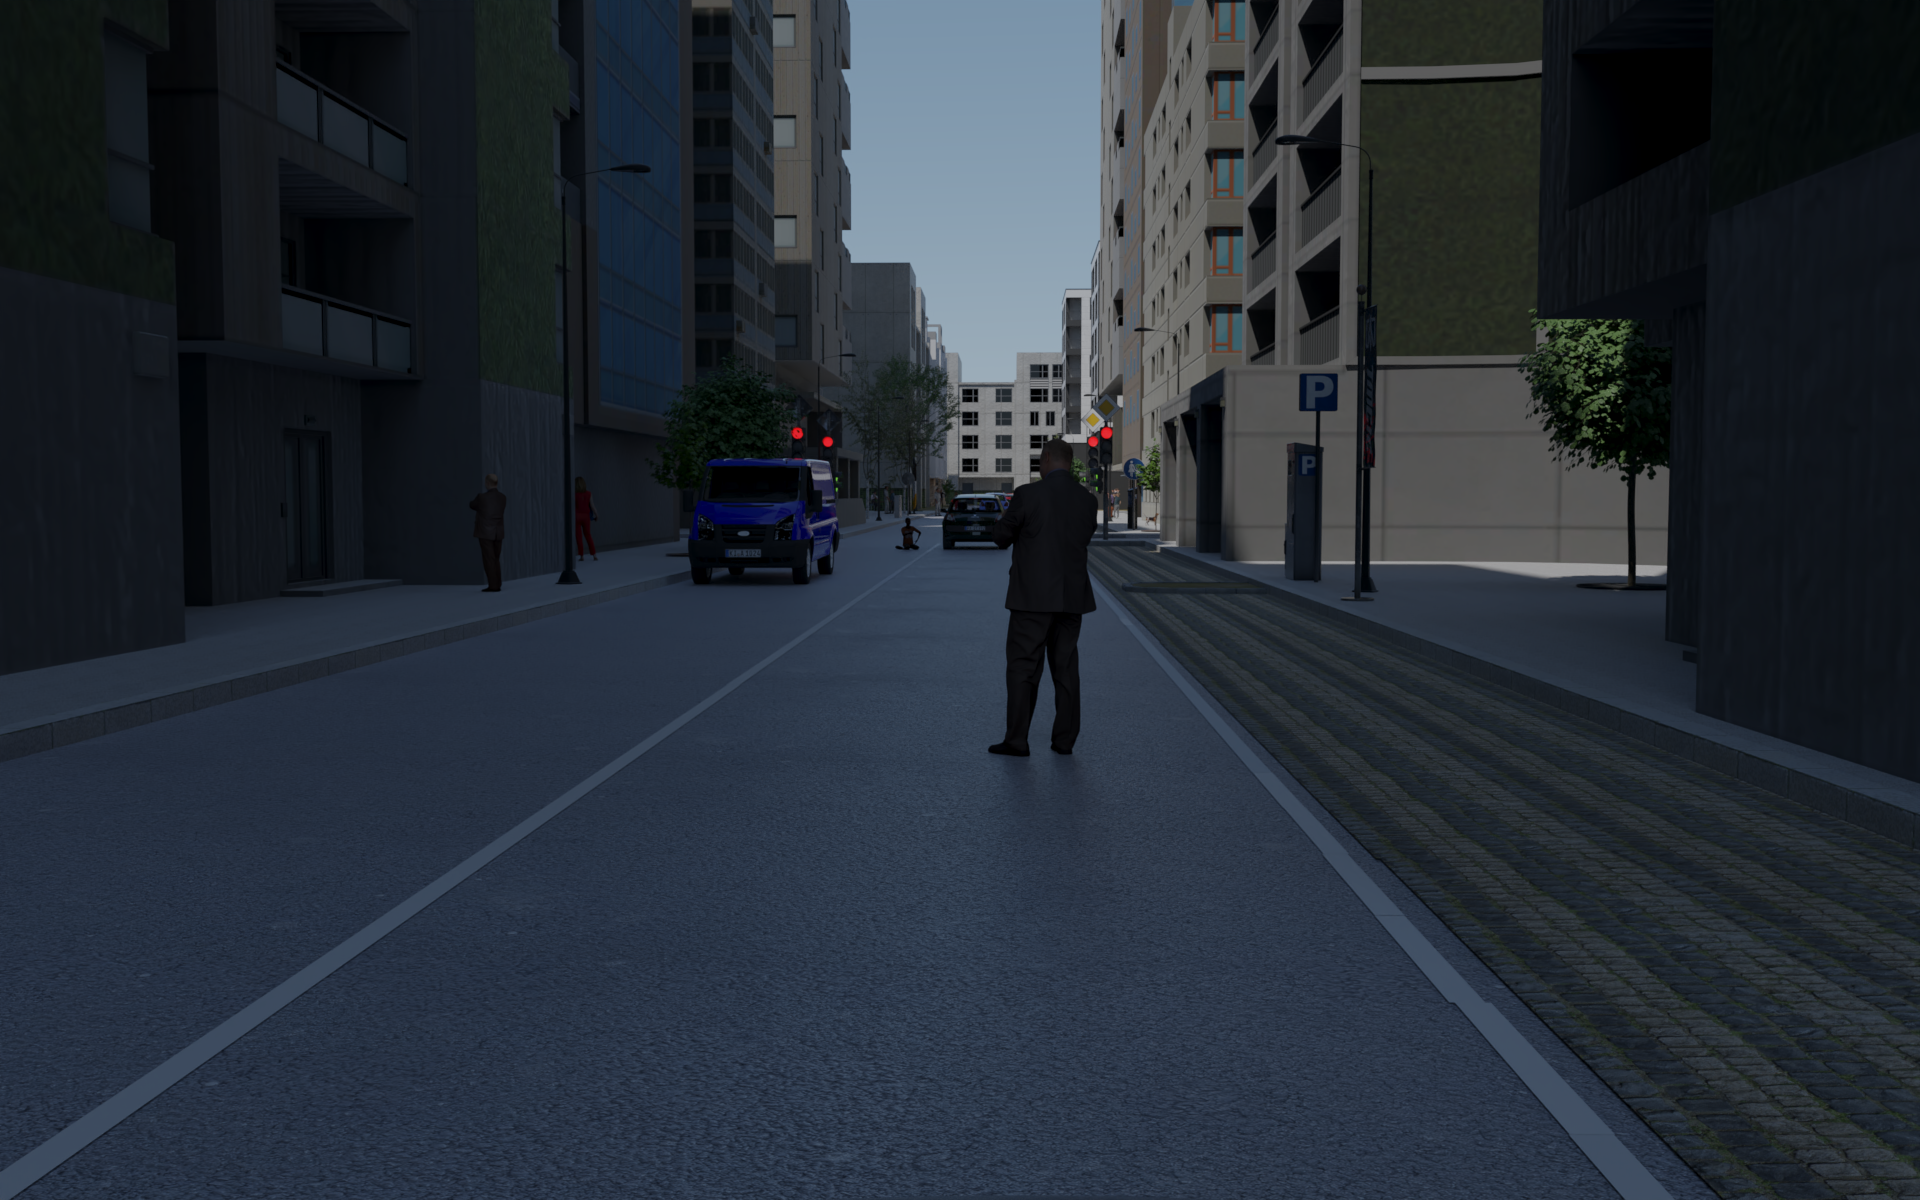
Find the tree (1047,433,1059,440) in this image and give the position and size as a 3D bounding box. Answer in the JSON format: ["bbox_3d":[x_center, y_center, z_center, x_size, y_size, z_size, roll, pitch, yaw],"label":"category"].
[{"bbox_3d":[12.135,-15.783,208.408,4.737,8.622,4.395,0,3,0],"label":"tree"}]

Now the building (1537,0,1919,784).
[{"bbox_3d":[11.402,-14.644,11.136,14.160,30.474,14.107,0,4,2],"label":"building"}]

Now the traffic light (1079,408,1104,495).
[{"bbox_3d":[4.305,-4.131,56.466,0.839,4.253,0.868,0,4,2],"label":"traffic light"}]

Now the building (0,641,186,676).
[{"bbox_3d":[-13.903,-19.784,7.067,14.154,41.232,14.086,0,4,2],"label":"building"}]

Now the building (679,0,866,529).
[{"bbox_3d":[-20.458,-23.051,68.768,32.217,40.220,23.993,0,4,2],"label":"building"}]

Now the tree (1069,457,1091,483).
[{"bbox_3d":[8.597,-9.257,135.065,4.285,4.588,4.351,0,3,0],"label":"tree"}]

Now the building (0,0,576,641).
[{"bbox_3d":[-13.763,-20.675,21.626,14.154,41.232,14.086,0,4,2],"label":"building"}]

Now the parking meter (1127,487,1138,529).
[{"bbox_3d":[6.354,-3.387,63.790,0.372,1.533,0.369,0,3,0],"label":"parking meter"}]

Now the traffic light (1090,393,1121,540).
[{"bbox_3d":[4.067,-3.643,48.485,0.839,4.253,0.868,0,4,2],"label":"traffic light"}]

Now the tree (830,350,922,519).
[{"bbox_3d":[-4.546,-8.505,89.416,4.360,8.622,3.978,0,3,0],"label":"tree"}]

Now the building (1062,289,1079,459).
[{"bbox_3d":[24.915,-21.052,188.176,27.936,21.610,32.646,0,4,2],"label":"building"}]

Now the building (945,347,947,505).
[{"bbox_3d":[-7.310,-20.965,199.193,11.380,20.091,16.016,0,4,2],"label":"building"}]

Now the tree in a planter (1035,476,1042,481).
[{"bbox_3d":[7.385,-9.849,158.259,1.991,3.239,1.994,0,4,2],"label":"tree in a planter"}]

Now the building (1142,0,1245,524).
[{"bbox_3d":[22.906,-13.743,69.738,28.899,21.520,27.650,0,4,2],"label":"building"}]

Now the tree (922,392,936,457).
[{"bbox_3d":[-3.695,-10.114,115.721,4.360,8.622,3.978,0,3,0],"label":"tree"}]

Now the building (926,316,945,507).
[{"bbox_3d":[-10.122,-19.922,182.141,16.016,20.091,11.380,0,4,2],"label":"building"}]

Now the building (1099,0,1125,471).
[{"bbox_3d":[23.451,-32.194,115.603,28.713,52.752,27.495,0,4,2],"label":"building"}]

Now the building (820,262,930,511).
[{"bbox_3d":[-11.710,-17.242,148.366,16.747,18.905,31.486,0,4,2],"label":"building"}]

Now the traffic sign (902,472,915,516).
[{"bbox_3d":[-3.048,-6.201,101.498,0.768,2.556,0.104,0,4,7],"label":"traffic sign"}]

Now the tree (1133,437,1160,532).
[{"bbox_3d":[6.602,-3.928,58.832,1.663,3.219,1.824,0,3,0],"label":"tree"}]

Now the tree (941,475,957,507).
[{"bbox_3d":[-1.099,-10.973,174.006,1.663,3.219,1.824,0,3,0],"label":"tree"}]

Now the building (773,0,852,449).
[{"bbox_3d":[-21.130,-31.700,107.529,28.713,52.752,27.495,0,4,2],"label":"building"}]

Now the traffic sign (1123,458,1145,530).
[{"bbox_3d":[6.158,-3.741,61.279,0.768,2.556,0.104,0,4,6],"label":"traffic sign"}]

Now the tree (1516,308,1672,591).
[{"bbox_3d":[9.272,-2.441,23.621,4.285,4.588,4.351,0,3,0],"label":"tree"}]

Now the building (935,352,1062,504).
[{"bbox_3d":[7.309,-21.903,224.575,31.486,18.905,16.747,0,4,2],"label":"building"}]

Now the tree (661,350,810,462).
[{"bbox_3d":[-5.153,-3.424,39.695,4.285,4.588,4.351,0,3,0],"label":"tree"}]

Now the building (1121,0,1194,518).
[{"bbox_3d":[16.364,-27.195,94.757,14.600,45.320,14.200,0,4,2],"label":"building"}]

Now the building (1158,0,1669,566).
[{"bbox_3d":[15.408,-36.504,35.097,20.563,71.187,20.611,0,4,2],"label":"building"}]

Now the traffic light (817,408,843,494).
[{"bbox_3d":[-4.273,-4.146,56.706,0.839,4.253,0.868,0,4,2],"label":"traffic light"}]

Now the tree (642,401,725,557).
[{"bbox_3d":[-5.496,-2.522,35.834,1.663,3.219,1.824,0,3,0],"label":"tree"}]

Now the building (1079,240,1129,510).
[{"bbox_3d":[25.566,-19.054,155.505,27.936,21.610,32.646,0,4,2],"label":"building"}]

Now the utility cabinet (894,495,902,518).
[{"bbox_3d":[-3.358,-5.051,93.744,0.306,1.237,1.020,0,4,5],"label":"utility cabinet"}]

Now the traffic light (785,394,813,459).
[{"bbox_3d":[-4.511,-3.658,48.725,0.839,4.253,0.868,0,4,2],"label":"traffic light"}]

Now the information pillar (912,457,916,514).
[{"bbox_3d":[-2.902,-7.282,110.415,0.183,3.616,0.504,-1,4,-21],"label":"information pillar"}]

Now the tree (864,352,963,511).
[{"bbox_3d":[-3.493,-12.367,127.954,9.928,11.665,9.643,0,3,0],"label":"tree"}]

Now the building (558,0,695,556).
[{"bbox_3d":[-14.520,-23.812,39.436,14.200,45.320,14.600,0,4,2],"label":"building"}]
